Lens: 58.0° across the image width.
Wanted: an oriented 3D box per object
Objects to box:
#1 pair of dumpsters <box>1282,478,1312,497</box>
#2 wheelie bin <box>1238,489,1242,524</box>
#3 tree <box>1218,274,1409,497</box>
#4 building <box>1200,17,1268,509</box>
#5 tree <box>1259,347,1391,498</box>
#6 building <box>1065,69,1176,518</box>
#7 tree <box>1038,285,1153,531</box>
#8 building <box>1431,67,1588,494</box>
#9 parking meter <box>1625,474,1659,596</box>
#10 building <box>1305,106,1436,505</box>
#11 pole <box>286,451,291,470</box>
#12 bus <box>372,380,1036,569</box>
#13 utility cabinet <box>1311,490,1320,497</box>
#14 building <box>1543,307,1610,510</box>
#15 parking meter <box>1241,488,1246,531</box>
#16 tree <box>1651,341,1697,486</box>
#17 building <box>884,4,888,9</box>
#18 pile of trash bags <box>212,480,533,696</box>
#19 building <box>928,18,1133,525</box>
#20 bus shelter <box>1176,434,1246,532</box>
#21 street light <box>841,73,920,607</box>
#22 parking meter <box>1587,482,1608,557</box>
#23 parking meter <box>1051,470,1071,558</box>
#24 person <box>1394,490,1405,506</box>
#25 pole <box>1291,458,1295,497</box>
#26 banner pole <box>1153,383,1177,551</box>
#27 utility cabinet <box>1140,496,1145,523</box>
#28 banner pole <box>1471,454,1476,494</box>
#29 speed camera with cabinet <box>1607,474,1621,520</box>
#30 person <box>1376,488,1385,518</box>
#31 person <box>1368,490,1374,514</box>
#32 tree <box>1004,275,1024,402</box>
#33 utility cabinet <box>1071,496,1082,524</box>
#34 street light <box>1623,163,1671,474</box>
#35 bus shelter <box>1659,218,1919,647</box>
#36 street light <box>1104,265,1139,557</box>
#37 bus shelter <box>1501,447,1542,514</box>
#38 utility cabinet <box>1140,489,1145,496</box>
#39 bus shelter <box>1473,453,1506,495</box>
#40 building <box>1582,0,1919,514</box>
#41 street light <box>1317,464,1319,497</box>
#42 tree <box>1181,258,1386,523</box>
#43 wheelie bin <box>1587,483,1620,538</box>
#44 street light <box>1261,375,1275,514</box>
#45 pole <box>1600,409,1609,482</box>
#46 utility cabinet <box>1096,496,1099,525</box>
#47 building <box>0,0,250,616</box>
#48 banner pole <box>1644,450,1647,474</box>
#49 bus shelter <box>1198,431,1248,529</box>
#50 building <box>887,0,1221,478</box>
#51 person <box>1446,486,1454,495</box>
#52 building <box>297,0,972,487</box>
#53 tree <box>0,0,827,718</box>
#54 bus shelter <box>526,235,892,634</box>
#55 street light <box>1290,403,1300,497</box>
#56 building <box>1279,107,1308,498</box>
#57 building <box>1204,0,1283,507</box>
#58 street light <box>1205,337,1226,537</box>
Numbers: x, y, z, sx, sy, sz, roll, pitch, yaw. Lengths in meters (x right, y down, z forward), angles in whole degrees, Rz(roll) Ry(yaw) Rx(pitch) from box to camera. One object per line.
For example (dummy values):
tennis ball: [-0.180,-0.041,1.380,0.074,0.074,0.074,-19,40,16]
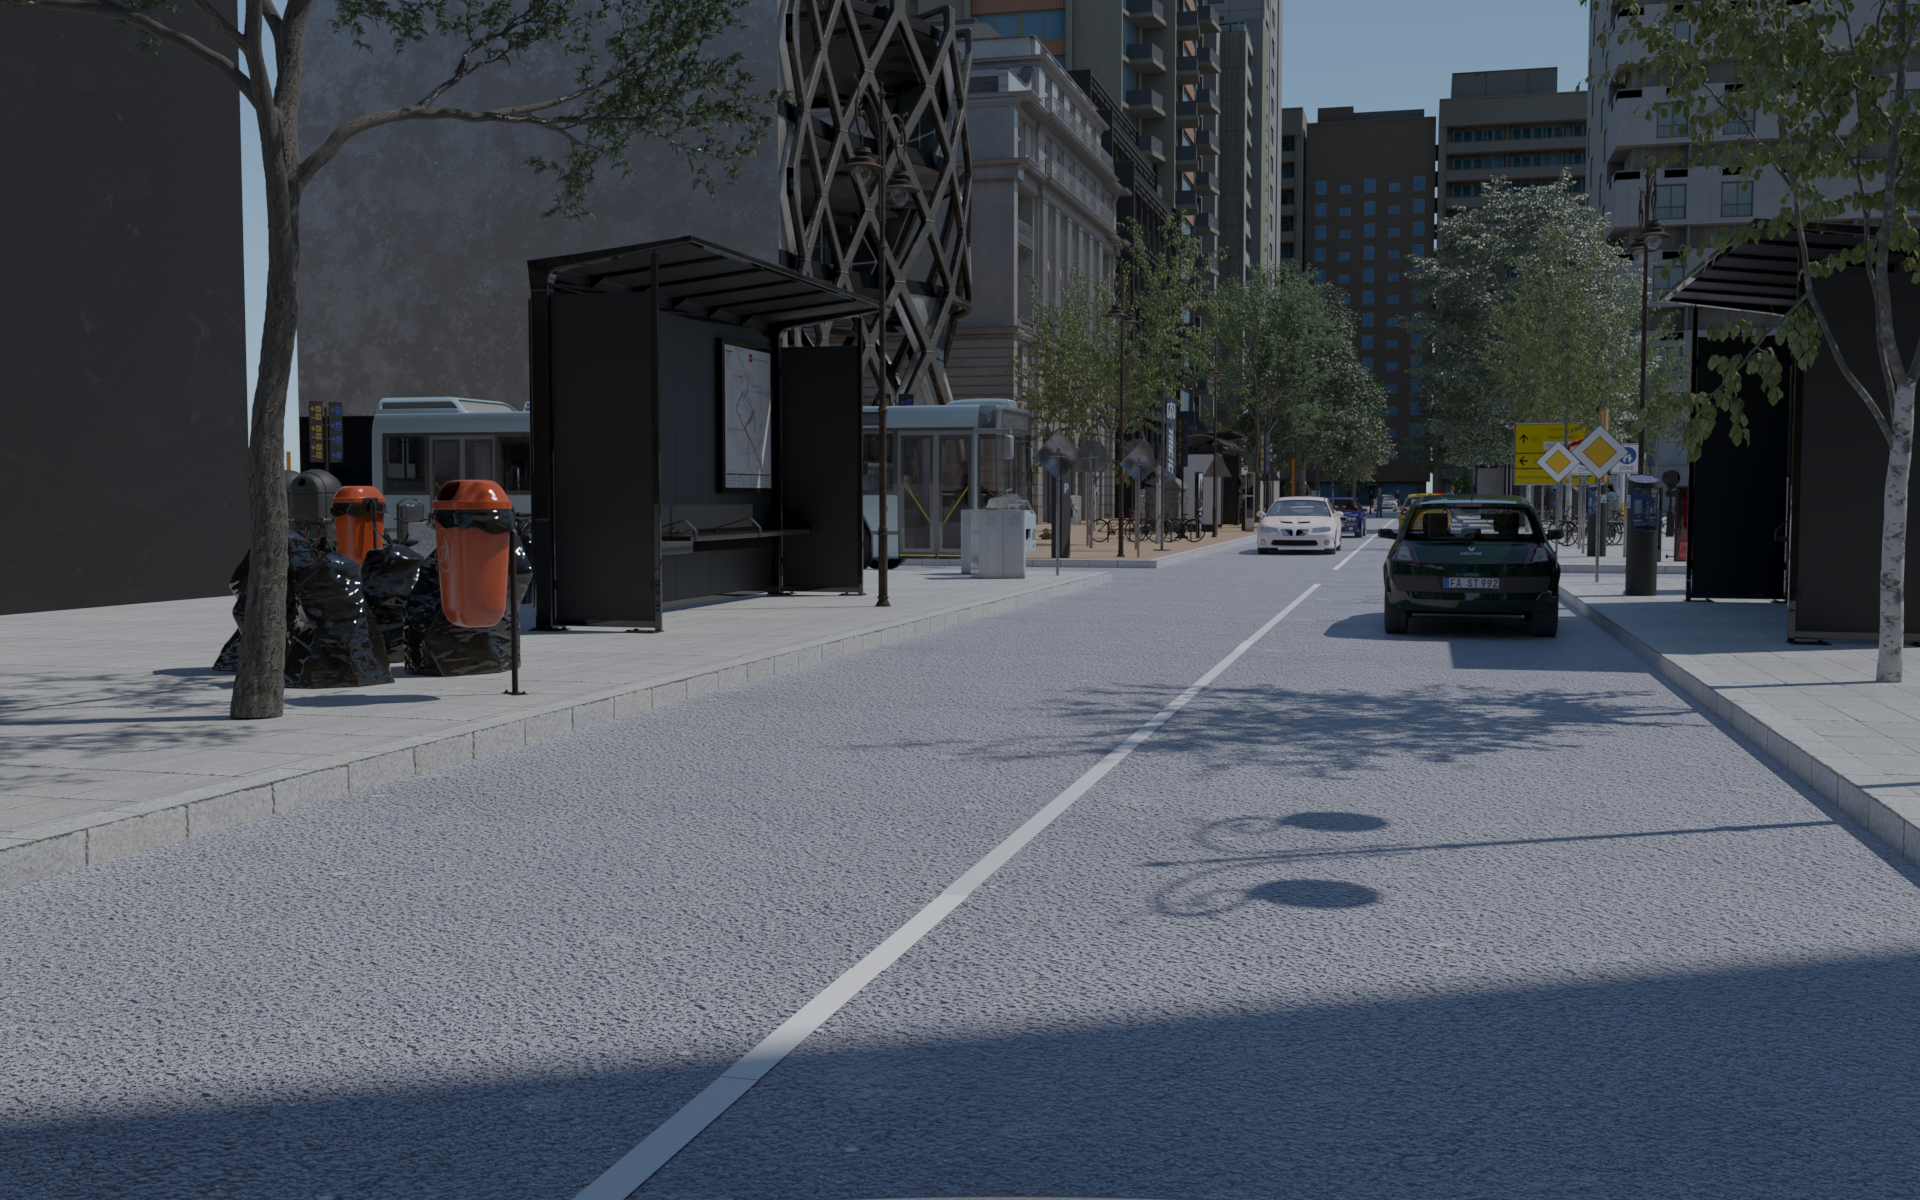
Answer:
pair of dumpsters: [19.657,-6.034,101.153,1.574,2.255,4.437,1,4,15]
wheelie bin: [11.694,-4.014,73.538,0.693,1.594,0.980,3,5,40]
tree: [17.988,-10.599,90.300,9.611,12.733,9.660,0,3,0]
building: [18.159,-28.306,146.401,14.154,41.232,14.086,1,4,15]
tree: [21.911,-11.602,107.813,7.486,12.596,7.792,0,3,0]
building: [5.133,-16.499,99.442,12.332,23.373,15.834,1,4,15]
tree: [4.703,-6.733,60.447,4.360,8.622,3.978,0,3,0]
building: [66.022,-35.294,200.751,21.600,48.544,21.300,1,4,15]
parking meter: [8.620,-0.824,21.886,0.372,1.533,0.369,0,3,0]
building: [47.968,-33.792,202.617,14.200,45.320,14.600,1,4,15]
pole: [-32.082,-5.443,82.830,0.158,3.312,0.155,0,3,0]
bus: [-4.430,-2.290,32.299,13.247,3.499,2.948,1,4,16]
utility cabinet: [21.859,-6.031,107.285,0.318,1.500,1.173,3,5,41]
building: [66.367,-18.748,151.575,27.650,21.520,28.899,1,4,15]
parking meter: [9.962,-3.163,60.126,0.372,1.533,0.369,0,3,0]
tree: [34.497,-7.977,80.788,4.360,8.622,3.978,0,3,0]
building: [-8.756,-55.508,220.229,31.000,86.520,22.319,1,4,15]
pile of trash bags: [-3.886,-0.141,12.064,1.912,1.369,3.447,-3,4,-37]
building: [-0.582,-14.575,80.097,13.314,21.916,24.055,1,4,15]
bus shelter: [8.769,-4.105,61.042,2.014,3.302,5.546,1,4,15]
street light: [-0.879,-2.863,19.604,0.468,5.910,1.993,1,4,15]
parking meter: [13.076,-1.660,35.545,0.372,1.533,0.369,0,3,0]
parking meter: [2.024,-1.772,34.685,0.255,1.863,0.399,2,4,33]
person: [40.176,-9.164,158.858,1.217,1.766,0.721,2,4,33]
pole: [19.004,-6.422,98.839,0.158,3.312,0.155,0,3,0]
banner pole: [4.707,-3.013,39.286,0.401,3.779,0.863,3,4,36]
utility cabinet: [8.376,-3.979,76.210,1.020,1.237,0.306,-1,4,-21]
banner pole: [28.630,-6.519,96.603,0.401,3.779,0.863,0,4,1]
speed camera with cabinet: [30.910,-5.281,80.684,2.038,3.252,0.660,-3,4,-38]
person: [25.575,-5.906,105.240,0.590,1.801,0.661,1,4,21]
person: [29.050,-6.898,122.113,0.721,1.723,1.217,1,4,18]
tree: [3.227,-6.401,55.015,4.737,8.622,4.395,0,3,0]
utility cabinet: [4.739,-3.796,73.227,0.306,1.237,1.020,3,4,38]
street light: [9.699,-3.168,24.589,0.468,5.910,1.993,1,4,15]
bus shelter: [8.383,-1.608,17.575,1.731,3.624,6.357,1,4,15]
street light: [3.283,-3.816,35.176,0.468,5.910,1.993,1,4,15]
bus shelter: [25.506,-6.125,77.770,2.179,5.291,8.768,1,4,15]
utility cabinet: [8.418,-4.221,77.691,0.318,1.500,1.173,3,5,44]
bus shelter: [26.878,-5.707,87.241,2.014,3.302,5.546,1,4,15]
building: [59.862,-32.660,123.225,28.713,52.752,27.495,1,4,15]
street light: [20.659,-7.781,100.007,0.468,5.910,1.993,1,4,15]
tree: [13.313,-9.246,76.922,9.928,11.665,9.643,0,3,0]
wheelie bin: [18.951,-2.640,51.065,0.980,1.594,0.693,3,5,44]
street light: [11.935,-5.778,67.255,0.468,5.910,1.993,1,4,15]
pole: [15.396,-2.914,41.488,0.158,3.312,0.155,0,3,0]
utility cabinet: [5.620,-3.722,72.013,0.306,1.237,1.020,0,4,4]
building: [-18.295,-11.493,17.594,15.834,23.373,12.332,1,4,15]
banner pole: [34.273,-5.940,87.136,0.863,3.779,0.401,-3,4,-36]
bus shelter: [10.041,-4.659,67.461,1.731,3.624,6.357,1,4,15]
building: [6.943,-28.839,126.136,22.147,44.769,28.867,1,4,15]
person: [21.229,-4.052,75.090,0.444,1.785,0.601,-1,4,-21]
building: [-8.360,-11.423,54.219,16.820,18.784,16.811,1,4,15]
tree: [-3.700,-4.603,9.676,7.601,10.594,8.767,-1,4,-10]
bus shelter: [-2.481,-1.694,18.983,1.731,3.624,6.357,1,4,15]
street light: [16.271,-6.801,83.985,0.468,5.910,1.993,1,4,15]
building: [31.401,-35.870,210.168,21.600,48.544,21.300,1,4,15]
building: [19.823,-44.547,166.599,20.611,71.187,20.563,1,4,15]
street light: [7.542,-4.798,51.234,0.468,5.910,1.993,1,4,15]
